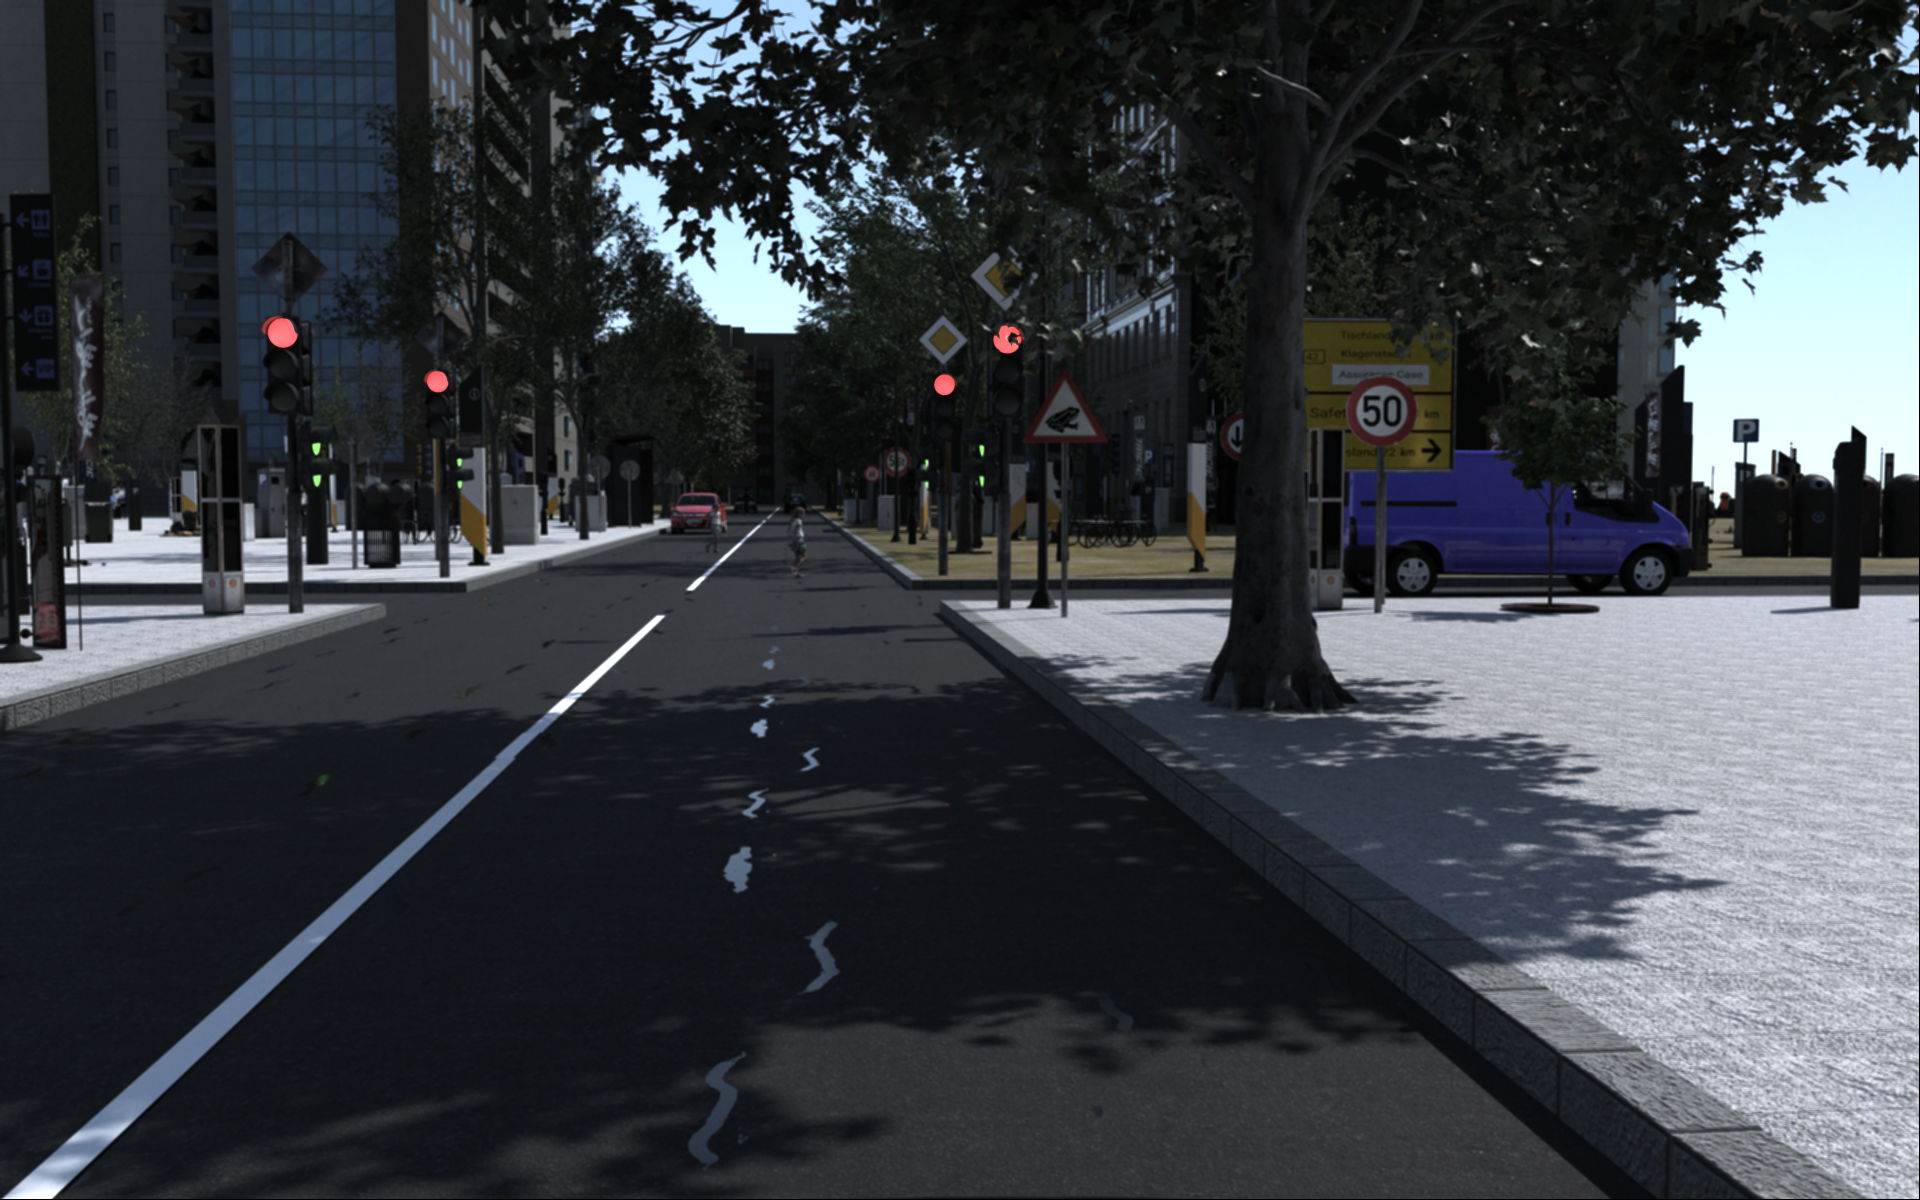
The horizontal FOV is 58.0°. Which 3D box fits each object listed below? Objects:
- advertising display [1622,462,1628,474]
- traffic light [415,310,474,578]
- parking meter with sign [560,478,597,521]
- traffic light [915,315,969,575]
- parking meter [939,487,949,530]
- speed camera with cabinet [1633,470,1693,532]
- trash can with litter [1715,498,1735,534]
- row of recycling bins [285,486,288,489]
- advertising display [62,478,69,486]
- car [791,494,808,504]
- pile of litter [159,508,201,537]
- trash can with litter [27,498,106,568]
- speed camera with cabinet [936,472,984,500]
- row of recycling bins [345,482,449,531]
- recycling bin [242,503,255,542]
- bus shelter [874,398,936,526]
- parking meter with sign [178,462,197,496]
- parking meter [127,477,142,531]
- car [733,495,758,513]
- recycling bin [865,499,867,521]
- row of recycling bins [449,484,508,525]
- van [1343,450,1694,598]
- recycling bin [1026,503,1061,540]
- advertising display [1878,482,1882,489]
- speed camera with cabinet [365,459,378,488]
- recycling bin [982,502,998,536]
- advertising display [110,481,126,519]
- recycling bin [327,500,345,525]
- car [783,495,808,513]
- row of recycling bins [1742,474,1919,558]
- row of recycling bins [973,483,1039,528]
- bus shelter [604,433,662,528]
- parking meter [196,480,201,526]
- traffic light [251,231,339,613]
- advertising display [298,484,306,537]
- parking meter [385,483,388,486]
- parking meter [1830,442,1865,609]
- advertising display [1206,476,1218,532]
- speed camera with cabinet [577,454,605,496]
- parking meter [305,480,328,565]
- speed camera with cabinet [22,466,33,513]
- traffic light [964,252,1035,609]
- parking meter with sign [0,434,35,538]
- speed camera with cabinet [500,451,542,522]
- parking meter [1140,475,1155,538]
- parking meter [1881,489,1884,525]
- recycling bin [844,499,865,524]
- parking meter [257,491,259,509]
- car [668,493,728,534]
[{"bbox_3d":[13.090,-1.839,35.284,0.974,1.923,0.123,3,5,44],"label":"advertising display"},{"bbox_3d":[-7.909,-2.300,26.528,0.839,4.253,0.868,0,4,-5],"label":"traffic light"},{"bbox_3d":[-17.901,-5.208,81.405,1.738,3.016,0.543,-2,4,-30],"label":"parking meter with sign"},{"bbox_3d":[-0.284,-2.346,27.271,0.839,4.253,0.868,0,4,-5],"label":"traffic light"},{"bbox_3d":[-0.565,-3.259,61.692,0.372,1.533,0.369,0,3,0],"label":"parking meter"},{"bbox_3d":[24.109,-3.972,59.281,2.038,3.252,0.660,-1,4,-11],"label":"speed camera with cabinet"},{"bbox_3d":[25.333,-2.796,56.774,1.678,1.210,2.233,3,4,36],"label":"trash can with litter"},{"bbox_3d":[-33.480,-5.042,89.555,3.534,1.692,1.069,-2,4,-30],"label":"row of recycling bins"},{"bbox_3d":[-35.311,-3.860,68.328,0.123,1.923,0.974,-1,4,-15],"label":"advertising display"},{"bbox_3d":[-15.384,-9.261,163.219,2.131,1.459,4.920,0,4,-5],"label":"car"},{"bbox_3d":[-23.347,-2.361,52.568,1.719,0.858,1.176,0,4,-6],"label":"pile of litter"},{"bbox_3d":[-16.064,-1.198,30.644,1.678,1.210,2.233,-1,4,-14],"label":"trash can with litter"},{"bbox_3d":[0.019,-4.786,72.582,2.038,3.252,0.660,-2,4,-27],"label":"speed camera with cabinet"},{"bbox_3d":[-20.007,-3.296,61.010,3.534,1.692,1.069,1,4,9],"label":"row of recycling bins"},{"bbox_3d":[-19.576,-2.099,46.866,0.722,1.027,0.722,0,4,-2],"label":"recycling bin"},{"bbox_3d":[-2.317,-5.648,69.984,2.179,5.291,8.768,0,4,-5],"label":"bus shelter"},{"bbox_3d":[-42.286,-6.093,95.879,1.738,3.016,0.543,-1,4,-19],"label":"parking meter with sign"},{"bbox_3d":[-28.959,-3.369,60.795,0.255,1.863,0.399,3,5,42],"label":"parking meter"},{"bbox_3d":[-16.387,-7.334,132.486,1.945,1.354,3.894,0,4,-6],"label":"car"},{"bbox_3d":[-4.822,-4.229,81.697,0.722,1.027,0.722,1,4,21],"label":"recycling bin"},{"bbox_3d":[-19.916,-3.941,71.549,3.534,1.692,1.069,1,4,21],"label":"row of recycling bins"},{"bbox_3d":[7.657,-1.231,24.518,5.245,2.365,2.240,0,4,-7],"label":"van"},{"bbox_3d":[2.334,-2.188,48.327,0.722,1.027,0.722,-3,5,-41],"label":"recycling bin"},{"bbox_3d":[46.762,-5.122,88.953,0.974,1.923,0.123,2,4,29],"label":"advertising display"},{"bbox_3d":[-29.533,-5.685,87.279,0.660,3.252,2.038,-2,4,-24],"label":"speed camera with cabinet"},{"bbox_3d":[0.776,-2.519,53.739,0.722,1.027,0.722,-2,4,-26],"label":"recycling bin"},{"bbox_3d":[-43.128,-5.099,88.576,0.123,1.923,0.974,2,4,31],"label":"advertising display"},{"bbox_3d":[-25.783,-3.615,71.658,0.722,1.027,0.722,-2,4,-24],"label":"recycling bin"},{"bbox_3d":[-12.660,-7.369,133.068,1.945,1.354,3.894,0,4,-4],"label":"car"},{"bbox_3d":[17.991,-1.744,35.628,3.534,1.692,1.069,1,4,9],"label":"row of recycling bins"},{"bbox_3d":[1.779,-3.610,66.136,3.534,1.692,1.069,0,4,-8],"label":"row of recycling bins"},{"bbox_3d":[-13.040,-4.777,69.393,1.731,3.624,6.357,0,4,-6],"label":"bus shelter"},{"bbox_3d":[-31.050,-3.966,70.549,0.399,1.863,0.255,1,4,13],"label":"parking meter"},{"bbox_3d":[-7.148,-1.814,18.579,0.839,4.253,0.868,0,4,-5],"label":"traffic light"},{"bbox_3d":[-19.778,-2.879,52.293,0.123,1.923,0.974,0,4,-1],"label":"advertising display"},{"bbox_3d":[-30.881,-5.332,92.881,0.399,1.863,0.255,1,4,10],"label":"parking meter"},{"bbox_3d":[10.008,-0.846,19.538,0.255,1.863,0.399,1,4,19],"label":"parking meter"},{"bbox_3d":[8.329,-3.280,58.847,0.974,1.923,0.123,3,5,44],"label":"advertising display"},{"bbox_3d":[-17.960,-5.561,85.266,0.660,3.252,2.038,2,4,28],"label":"speed camera with cabinet"},{"bbox_3d":[-11.725,-1.416,31.561,0.372,1.533,0.369,0,3,0],"label":"parking meter"},{"bbox_3d":[-31.601,-3.854,57.341,2.038,3.252,0.660,2,4,26],"label":"speed camera with cabinet"},{"bbox_3d":[0.477,-1.859,19.322,0.839,4.253,0.868,0,4,-5],"label":"traffic light"},{"bbox_3d":[-27.889,-3.335,50.795,1.738,3.016,0.543,2,4,28],"label":"parking meter with sign"},{"bbox_3d":[-20.159,-5.188,79.162,2.038,3.252,0.660,-2,4,-26],"label":"speed camera with cabinet"},{"bbox_3d":[5.523,-2.773,51.042,0.399,1.863,0.255,-1,4,-13],"label":"parking meter"},{"bbox_3d":[38.936,-3.939,72.808,0.372,1.533,0.369,0,3,0],"label":"parking meter"},{"bbox_3d":[-4.615,-3.813,74.894,0.722,1.027,0.722,-1,4,-12],"label":"recycling bin"},{"bbox_3d":[-34.550,-4.725,85.664,0.372,1.533,0.369,0,3,0],"label":"parking meter"},{"bbox_3d":[-9.537,-3.318,63.289,2.155,1.783,4.494,0,4,-4],"label":"car"}]
